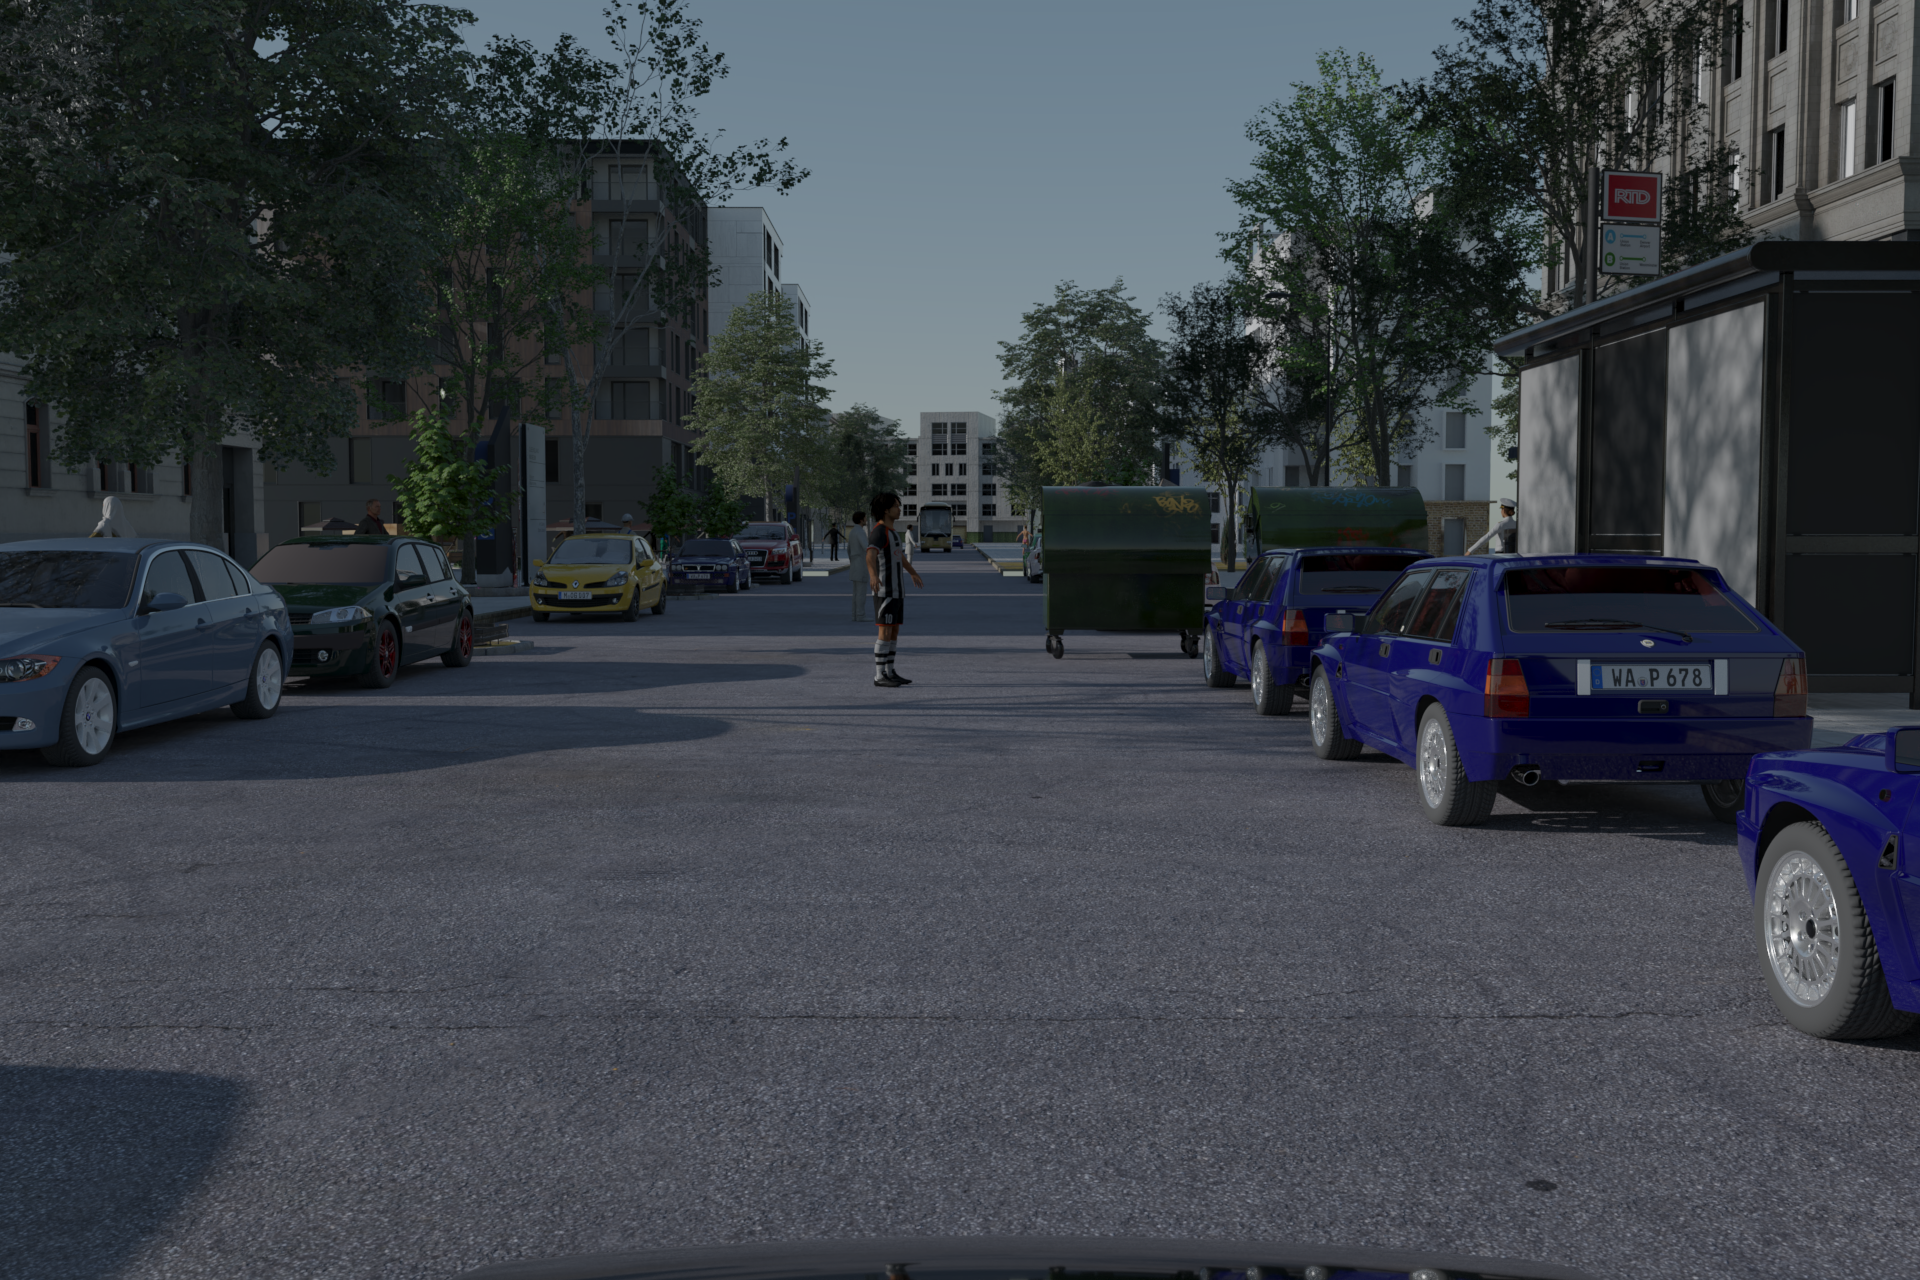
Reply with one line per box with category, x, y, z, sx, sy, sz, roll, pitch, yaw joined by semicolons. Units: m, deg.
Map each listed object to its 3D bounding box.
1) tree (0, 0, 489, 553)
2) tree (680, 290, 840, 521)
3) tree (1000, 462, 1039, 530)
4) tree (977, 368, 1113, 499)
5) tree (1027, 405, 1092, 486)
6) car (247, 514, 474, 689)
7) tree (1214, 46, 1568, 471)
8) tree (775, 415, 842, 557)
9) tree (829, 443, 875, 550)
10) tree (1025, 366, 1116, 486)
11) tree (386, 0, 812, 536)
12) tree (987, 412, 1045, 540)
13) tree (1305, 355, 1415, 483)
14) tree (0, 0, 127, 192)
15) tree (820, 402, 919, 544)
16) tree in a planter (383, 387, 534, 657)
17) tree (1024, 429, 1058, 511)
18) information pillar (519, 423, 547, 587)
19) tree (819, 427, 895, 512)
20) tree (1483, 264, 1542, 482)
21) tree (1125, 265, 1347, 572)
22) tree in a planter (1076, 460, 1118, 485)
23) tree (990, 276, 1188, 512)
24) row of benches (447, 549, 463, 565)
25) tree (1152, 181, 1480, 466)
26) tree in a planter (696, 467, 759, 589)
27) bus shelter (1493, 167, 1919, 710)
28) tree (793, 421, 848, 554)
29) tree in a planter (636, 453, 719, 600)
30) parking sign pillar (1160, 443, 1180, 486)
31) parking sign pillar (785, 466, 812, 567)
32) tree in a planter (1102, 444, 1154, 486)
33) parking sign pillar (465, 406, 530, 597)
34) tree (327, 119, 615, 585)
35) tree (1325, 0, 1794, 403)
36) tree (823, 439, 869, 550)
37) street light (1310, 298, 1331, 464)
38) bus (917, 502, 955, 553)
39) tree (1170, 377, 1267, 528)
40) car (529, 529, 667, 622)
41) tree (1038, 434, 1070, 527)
tree;-12.347;-7.419;27.950;9.857;13.997;8.962;0;3;0
tree;-9.368;-9.975;81.224;7.486;12.596;7.792;0;3;0
tree;5.872;-12.775;159.235;4.737;8.622;4.395;0;3;0
tree;6.471;-13.250;127.007;12.009;13.543;11.850;0;3;0
tree;5.966;-8.861;95.233;4.360;8.622;3.978;0;3;0
car;-6.161;-0.459;17.293;2.009;1.686;4.222;0;3;0
tree;9.223;-6.864;37.982;9.928;11.665;9.643;0;3;0
tree;-8.817;-9.088;98.946;4.360;8.622;3.978;0;3;0
tree;-9.627;-11.677;141.274;4.360;8.622;3.978;0;3;0
tree;4.911;-7.647;75.389;4.737;8.622;4.395;0;3;0
tree;-11.671;-12.255;56.263;12.611;20.169;13.585;0;3;0
tree;5.935;-13.028;138.769;9.928;11.665;9.643;0;3;0
tree;15.627;-7.110;66.612;4.737;8.622;4.395;0;3;0
tree;-12.350;-6.314;13.611;12.009;13.543;11.850;0;3;0
tree;-8.806;-15.834;165.542;9.857;13.997;8.962;0;3;0
tree in a planter;-6.336;-1.463;21.138;1.991;3.239;1.994;0;3;0
tree;6.913;-10.248;117.918;4.360;8.622;3.978;0;3;0
information pillar;-9.258;-2.829;37.571;0.184;3.620;1.656;0;4;0
tree;-9.123;-13.301;151.884;7.601;10.594;8.767;0;4;2
tree;26.020;-10.053;71.029;9.857;13.997;8.962;0;3;0
tree;9.350;-7.561;58.042;8.767;10.594;7.601;3;5;41
tree in a planter;3.322;-2.745;42.103;1.991;3.239;1.994;0;4;0
tree;6.431;-10.891;84.730;9.857;13.997;8.962;0;3;0
row of benches;-21.503;-3.324;69.806;4.104;0.672;1.422;-2;4;-26
tree;9.371;-6.843;46.298;8.767;10.594;7.601;0;4;-3
tree in a planter;-6.419;-2.997;46.217;1.991;3.239;1.994;0;4;1
bus shelter;6.707;-2.391;16.727;2.179;5.291;8.768;0;3;0
tree;-8.971;-9.825;111.005;4.737;8.622;4.395;0;3;0
tree in a planter;-6.414;-2.515;38.347;1.991;3.239;1.994;0;4;1
parking sign pillar;6.282;-3.889;52.064;1.447;3.967;1.447;0;4;0
parking sign pillar;-6.538;-4.853;67.824;1.447;3.967;1.447;0;4;0
tree in a planter;3.323;-2.277;34.458;1.991;3.239;1.994;0;4;1
parking sign pillar;-9.659;-2.899;35.866;1.447;3.967;1.447;0;4;0
tree;-12.389;-7.217;43.754;9.928;11.665;9.643;0;3;0
tree;9.190;-5.632;26.501;7.601;10.594;8.767;0;4;-3
tree;-9.744;-11.311;135.304;4.360;8.622;3.978;0;3;0
street light;7.624;-3.719;33.351;1.470;5.913;1.316;0;4;0
bus;-1.868;-8.888;136.872;2.896;3.916;12.252;0;4;0
tree;11.250;-7.513;73.206;4.737;8.622;4.395;0;3;0
car;-6.119;-1.178;29.480;2.015;1.641;3.980;0;4;0
tree;6.366;-9.566;106.764;4.737;8.622;4.395;0;3;0
